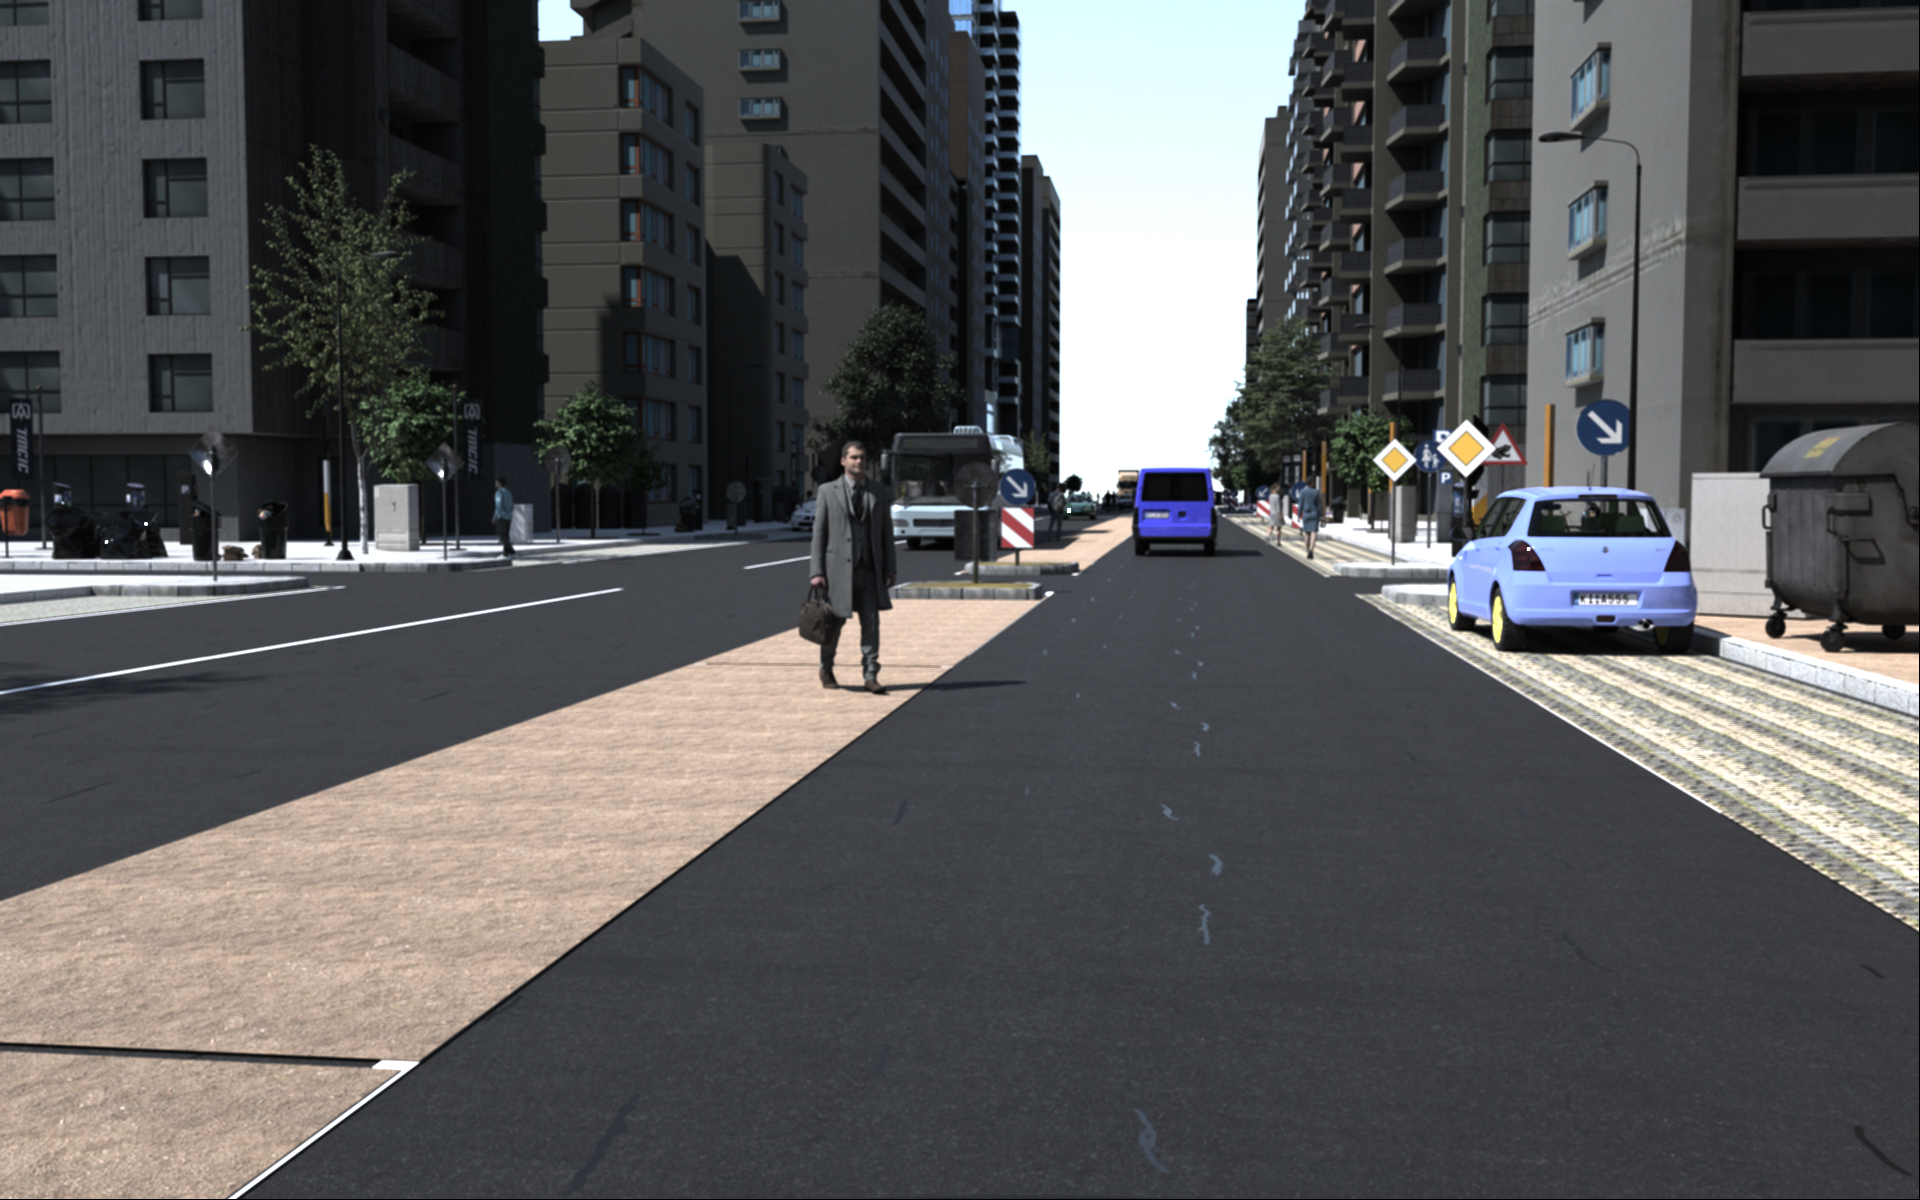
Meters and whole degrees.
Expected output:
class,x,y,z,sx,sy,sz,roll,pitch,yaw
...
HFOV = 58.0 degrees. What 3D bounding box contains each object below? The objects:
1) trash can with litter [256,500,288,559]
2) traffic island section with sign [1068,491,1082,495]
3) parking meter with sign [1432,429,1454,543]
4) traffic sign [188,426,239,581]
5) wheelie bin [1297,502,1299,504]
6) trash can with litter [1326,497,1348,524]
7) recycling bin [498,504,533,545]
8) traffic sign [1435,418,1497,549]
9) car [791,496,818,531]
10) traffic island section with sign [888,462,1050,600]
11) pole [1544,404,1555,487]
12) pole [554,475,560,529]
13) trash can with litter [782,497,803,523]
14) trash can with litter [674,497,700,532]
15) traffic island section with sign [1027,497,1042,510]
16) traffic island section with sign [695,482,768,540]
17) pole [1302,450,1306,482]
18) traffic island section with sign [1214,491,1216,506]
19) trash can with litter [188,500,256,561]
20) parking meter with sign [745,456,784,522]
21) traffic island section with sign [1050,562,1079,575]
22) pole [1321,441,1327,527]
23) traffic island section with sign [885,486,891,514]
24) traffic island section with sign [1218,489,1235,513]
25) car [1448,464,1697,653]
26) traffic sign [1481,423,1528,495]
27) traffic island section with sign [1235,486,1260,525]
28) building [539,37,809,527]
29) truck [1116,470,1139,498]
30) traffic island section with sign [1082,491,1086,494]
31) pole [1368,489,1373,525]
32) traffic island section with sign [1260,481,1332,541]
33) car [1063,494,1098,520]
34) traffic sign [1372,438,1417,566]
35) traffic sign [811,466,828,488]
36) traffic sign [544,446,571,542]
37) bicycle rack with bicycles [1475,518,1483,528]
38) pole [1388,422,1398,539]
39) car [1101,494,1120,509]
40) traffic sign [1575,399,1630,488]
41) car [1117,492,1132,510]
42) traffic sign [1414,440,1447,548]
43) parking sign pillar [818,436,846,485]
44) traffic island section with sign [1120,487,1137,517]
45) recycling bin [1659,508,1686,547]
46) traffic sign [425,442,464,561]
class,x,y,z,sx,sy,sz,roll,pitch,yaw
trash can with litter,-13.713,-1.396,34.218,1.055,1.170,0.624,3,5,45
traffic island section with sign,13.737,-12.583,214.362,1.989,1.847,2.006,0,4,7
parking meter with sign,12.863,-3.044,46.027,0.543,3.016,1.738,1,4,12
traffic sign,-10.957,-1.332,25.429,0.795,2.450,0.064,0,4,7
wheelie bin,17.438,-4.887,87.805,0.693,1.594,0.980,1,4,23
trash can with litter,16.354,-3.915,75.404,1.055,1.170,0.624,-3,4,-38
recycling bin,-11.205,-1.904,43.679,0.722,1.027,0.722,0,4,0
traffic sign,6.734,-1.190,23.101,0.795,2.450,0.064,0,4,7
car,-5.270,-3.364,67.361,2.083,1.381,4.827,0,4,8
traffic island section with sign,0.144,-0.987,24.279,2.006,1.907,1.989,0,4,7
pole,13.409,-2.789,39.445,0.158,3.312,0.155,0,3,0
pole,-14.777,-4.259,63.480,0.158,3.312,0.155,0,3,0
trash can with litter,-7.416,-3.988,76.583,1.055,1.170,0.624,0,4,-6
trash can with litter,-9.215,-2.869,58.298,0.624,1.170,1.055,1,4,11
traffic island section with sign,6.485,-9.194,158.943,1.989,1.847,2.006,0,4,7
traffic island section with sign,-7.165,-2.820,54.734,1.989,1.847,2.006,0,4,7
pole,15.999,-5.302,80.523,0.158,3.312,0.155,0,3,0
traffic island section with sign,23.838,-9.022,156.132,1.989,1.847,2.006,0,4,7
trash can with litter,-14.215,-1.335,33.221,1.055,1.170,0.624,0,4,-3
parking meter with sign,-8.989,-5.100,79.649,1.738,3.016,0.543,-1,4,-15
traffic island section with sign,1.115,-1.436,31.622,2.006,1.907,1.989,0,4,7
pole,13.987,-4.450,66.600,0.158,3.312,0.155,0,3,0
traffic island section with sign,-3.564,-4.500,82.210,1.989,1.847,2.006,0,4,7
traffic island section with sign,20.344,-7.387,129.403,1.989,1.847,2.006,0,4,7
car,5.843,-0.446,16.890,1.945,1.707,3.694,0,4,6
traffic sign,9.907,-1.938,31.689,0.884,2.594,0.081,1,4,15
traffic island section with sign,13.903,-4.381,80.255,1.989,1.847,2.006,0,4,7
building,-23.857,-14.490,81.950,27.650,21.520,28.899,0,4,7
truck,19.560,-12.966,200.903,2.839,4.237,11.283,0,4,6
traffic island section with sign,17.239,-14.218,241.089,1.989,1.847,2.006,0,4,7
pole,17.288,-4.831,72.836,0.158,3.312,0.155,0,3,0
traffic island section with sign,10.408,-2.746,53.527,1.989,1.847,2.006,0,4,7
car,6.682,-5.224,97.209,2.131,1.459,4.920,0,4,7
traffic sign,7.770,-1.674,31.019,0.795,2.450,0.064,0,4,7
traffic sign,-6.311,-4.737,77.563,0.768,2.556,0.104,1,4,9
traffic sign,-10.673,-2.802,45.926,0.768,2.556,0.104,1,4,13
bicycle rack with bicycles,12.193,-1.450,37.091,2.925,0.926,2.852,-1,4,-10
pole,12.300,-3.387,49.215,0.158,3.312,0.155,0,3,0
car,14.613,-9.464,166.539,2.131,1.459,4.920,0,4,6
traffic sign,8.688,-1.423,23.375,0.768,2.556,0.104,1,4,14
car,15.225,-8.969,156.431,2.009,1.686,4.222,1,4,9
traffic sign,11.062,-2.489,40.794,0.768,2.556,0.104,1,4,9
parking sign pillar,-5.909,-5.611,80.218,1.447,3.967,1.447,1,4,13
traffic island section with sign,10.857,-5.993,106.129,2.006,1.907,1.989,0,4,7
recycling bin,12.280,-1.094,30.448,0.722,1.027,0.722,0,4,4
traffic sign,-9.921,-1.817,33.346,0.795,2.450,0.064,0,4,7
